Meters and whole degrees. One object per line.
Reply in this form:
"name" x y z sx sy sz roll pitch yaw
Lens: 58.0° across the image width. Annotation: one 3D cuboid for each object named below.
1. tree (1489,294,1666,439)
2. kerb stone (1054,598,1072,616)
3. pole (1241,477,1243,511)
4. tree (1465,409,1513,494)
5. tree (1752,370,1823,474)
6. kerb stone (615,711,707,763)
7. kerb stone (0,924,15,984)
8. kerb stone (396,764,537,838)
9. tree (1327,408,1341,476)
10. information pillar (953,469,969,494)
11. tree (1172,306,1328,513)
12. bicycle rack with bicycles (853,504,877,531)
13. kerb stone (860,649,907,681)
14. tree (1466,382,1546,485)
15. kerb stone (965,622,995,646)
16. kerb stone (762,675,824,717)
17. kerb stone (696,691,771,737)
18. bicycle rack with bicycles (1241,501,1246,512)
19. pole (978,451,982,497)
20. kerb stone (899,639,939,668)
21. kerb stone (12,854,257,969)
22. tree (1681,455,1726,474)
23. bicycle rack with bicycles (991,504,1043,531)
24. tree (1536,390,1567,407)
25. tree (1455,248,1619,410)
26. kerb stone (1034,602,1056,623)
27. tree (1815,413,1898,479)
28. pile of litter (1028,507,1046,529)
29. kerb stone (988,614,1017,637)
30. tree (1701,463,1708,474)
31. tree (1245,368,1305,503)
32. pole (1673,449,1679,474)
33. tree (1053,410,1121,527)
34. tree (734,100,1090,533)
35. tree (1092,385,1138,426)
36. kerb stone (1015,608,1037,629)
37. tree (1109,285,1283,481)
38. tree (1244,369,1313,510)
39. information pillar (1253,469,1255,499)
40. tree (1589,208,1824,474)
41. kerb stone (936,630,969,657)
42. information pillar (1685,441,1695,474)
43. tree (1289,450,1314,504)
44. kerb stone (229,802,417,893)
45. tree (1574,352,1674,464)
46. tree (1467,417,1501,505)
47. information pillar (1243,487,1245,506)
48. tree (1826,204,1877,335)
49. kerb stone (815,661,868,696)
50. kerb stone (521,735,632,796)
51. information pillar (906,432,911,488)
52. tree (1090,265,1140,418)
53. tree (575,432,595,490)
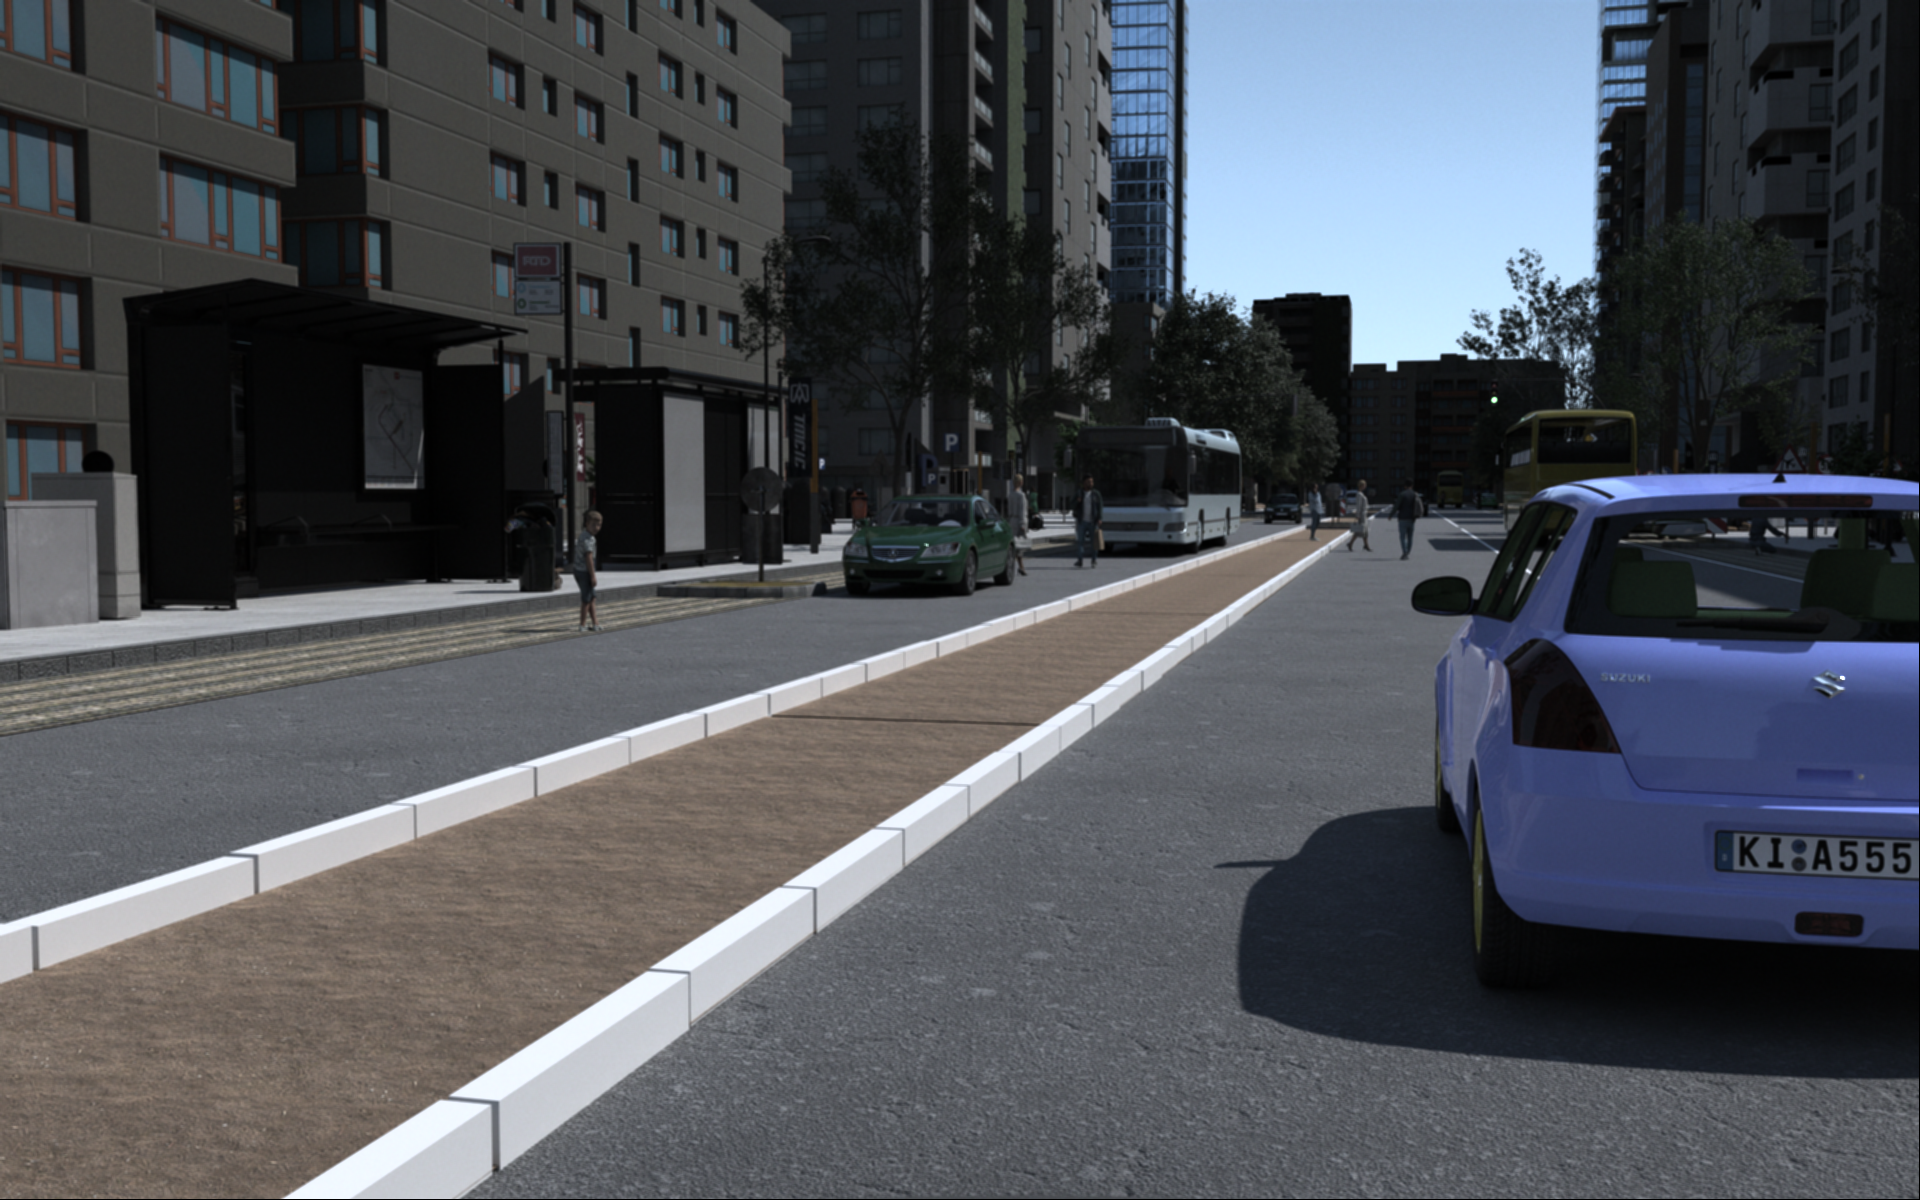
"tree" 38.056 -12.046 107.319 12.009 13.543 11.850 0 3 0
"kerb stone" 1.146 0.109 20.561 0.120 0.150 1.000 1 4 14
"pole" 21.202 -8.360 130.524 0.158 3.312 0.155 0 3 0
"tree" 67.502 -18.292 217.206 7.486 12.596 7.792 0 3 0
"tree" 48.661 -9.280 102.086 4.737 8.622 4.395 0 3 0
"kerb stone" -1.674 0.768 9.642 0.120 0.150 1.000 1 4 14
"kerb stone" -2.940 1.071 4.679 0.120 0.150 1.000 1 4 14
"kerb stone" -2.181 0.889 7.657 0.120 0.150 1.000 1 4 14
"tree" 39.014 -17.750 196.863 9.857 13.997 8.962 0 3 0
"information pillar" 0.059 -2.898 51.871 0.304 2.012 0.304 2 4 27
"tree" 19.144 -13.015 119.442 9.857 13.997 8.962 0 3 0
"bicycle rack with bicycles" -2.758 -2.946 61.551 2.852 0.926 2.925 3 5 39
"kerb stone" -0.637 0.525 13.618 0.120 0.150 1.000 1 4 14
"tree" 60.406 -17.354 190.386 9.857 13.997 8.962 0 3 0
"kerb stone" 0.135 0.350 16.597 0.120 0.150 1.000 1 4 14
"kerb stone" -1.151 0.647 11.624 0.120 0.150 1.000 1 4 14
"kerb stone" -1.413 0.708 10.636 0.120 0.150 1.000 1 4 14
"bicycle rack with bicycles" 19.816 -6.857 125.488 2.852 0.926 2.925 -3 5 -40
"pole" 0.950 -5.419 82.451 0.158 3.312 0.155 0 3 0
"kerb stone" -0.385 0.464 14.615 0.120 0.150 1.000 1 4 14
"kerb stone" -2.688 1.019 5.678 0.120 0.150 1.000 1 4 14
"tree" 59.217 -9.425 137.806 4.285 4.588 4.351 0 3 0
"bicycle rack with bicycles" 1.453 -2.878 60.440 2.925 0.926 2.852 0 4 1
"tree" 41.394 -10.424 120.791 4.737 8.622 4.395 0 3 0
"tree" 44.422 -17.133 136.014 12.611 20.169 13.585 0 3 0
"kerb stone" 0.898 0.161 19.569 0.120 0.150 1.000 1 4 14
"tree" 21.445 -2.869 41.509 1.663 3.219 1.824 0 3 0
"pile of litter" 2.357 -3.038 63.629 1.719 0.858 1.176 0 4 -8
"kerb stone" 0.383 0.282 17.590 0.120 0.150 1.000 1 4 14
"tree" 38.907 -5.855 90.325 1.663 3.219 1.824 0 3 0
"tree" 26.591 -14.214 150.533 7.486 12.596 7.792 0 3 0
"pole" 32.656 -5.212 79.058 0.158 3.312 0.155 0 3 0
"tree" 5.019 -5.076 66.703 4.285 4.588 4.351 0 3 0
"tree" -1.679 -6.586 42.087 8.767 10.594 7.601 1 4 10
"tree" 9.727 -9.716 109.221 4.360 8.622 3.978 0 3 0
"kerb stone" 0.638 0.224 18.580 0.120 0.150 1.000 1 4 14
"tree" 13.022 -10.903 95.265 9.611 12.733 9.660 0 3 0
"tree" 23.743 -13.068 139.425 9.928 11.665 9.643 0 3 0
"information pillar" 21.883 -8.413 128.903 0.183 3.616 0.504 1 4 10
"tree" 26.618 -8.334 62.014 9.928 11.665 9.643 0 3 0
"kerb stone" -0.119 0.410 15.606 0.120 0.150 1.000 1 4 14
"information pillar" 32.274 -5.213 76.588 0.504 3.616 0.183 1 4 13
"tree" 43.990 -16.544 220.853 4.360 8.622 3.978 0 3 0
"kerb stone" -2.431 0.950 6.666 0.120 0.150 1.000 1 4 14
"tree" 34.693 -8.531 89.841 4.737 8.622 4.395 0 3 0
"tree" 64.362 -16.639 206.455 8.767 10.594 7.601 2 4 30
"information pillar" 23.718 -8.615 145.348 0.304 2.012 0.304 -2 4 -29
"tree" 17.953 -4.903 30.523 4.360 8.622 3.978 0 3 0
"kerb stone" -0.897 0.589 12.627 0.120 0.150 1.000 1 4 14
"kerb stone" -1.923 0.829 8.646 0.120 0.150 1.000 1 4 14
"information pillar" -1.946 -4.535 65.505 0.183 3.616 0.504 -1 4 -15
"tree" 2.383 -7.525 57.443 8.767 10.594 7.601 3 5 39
"tree" -9.465 -3.165 46.346 1.663 3.219 1.824 0 3 0
